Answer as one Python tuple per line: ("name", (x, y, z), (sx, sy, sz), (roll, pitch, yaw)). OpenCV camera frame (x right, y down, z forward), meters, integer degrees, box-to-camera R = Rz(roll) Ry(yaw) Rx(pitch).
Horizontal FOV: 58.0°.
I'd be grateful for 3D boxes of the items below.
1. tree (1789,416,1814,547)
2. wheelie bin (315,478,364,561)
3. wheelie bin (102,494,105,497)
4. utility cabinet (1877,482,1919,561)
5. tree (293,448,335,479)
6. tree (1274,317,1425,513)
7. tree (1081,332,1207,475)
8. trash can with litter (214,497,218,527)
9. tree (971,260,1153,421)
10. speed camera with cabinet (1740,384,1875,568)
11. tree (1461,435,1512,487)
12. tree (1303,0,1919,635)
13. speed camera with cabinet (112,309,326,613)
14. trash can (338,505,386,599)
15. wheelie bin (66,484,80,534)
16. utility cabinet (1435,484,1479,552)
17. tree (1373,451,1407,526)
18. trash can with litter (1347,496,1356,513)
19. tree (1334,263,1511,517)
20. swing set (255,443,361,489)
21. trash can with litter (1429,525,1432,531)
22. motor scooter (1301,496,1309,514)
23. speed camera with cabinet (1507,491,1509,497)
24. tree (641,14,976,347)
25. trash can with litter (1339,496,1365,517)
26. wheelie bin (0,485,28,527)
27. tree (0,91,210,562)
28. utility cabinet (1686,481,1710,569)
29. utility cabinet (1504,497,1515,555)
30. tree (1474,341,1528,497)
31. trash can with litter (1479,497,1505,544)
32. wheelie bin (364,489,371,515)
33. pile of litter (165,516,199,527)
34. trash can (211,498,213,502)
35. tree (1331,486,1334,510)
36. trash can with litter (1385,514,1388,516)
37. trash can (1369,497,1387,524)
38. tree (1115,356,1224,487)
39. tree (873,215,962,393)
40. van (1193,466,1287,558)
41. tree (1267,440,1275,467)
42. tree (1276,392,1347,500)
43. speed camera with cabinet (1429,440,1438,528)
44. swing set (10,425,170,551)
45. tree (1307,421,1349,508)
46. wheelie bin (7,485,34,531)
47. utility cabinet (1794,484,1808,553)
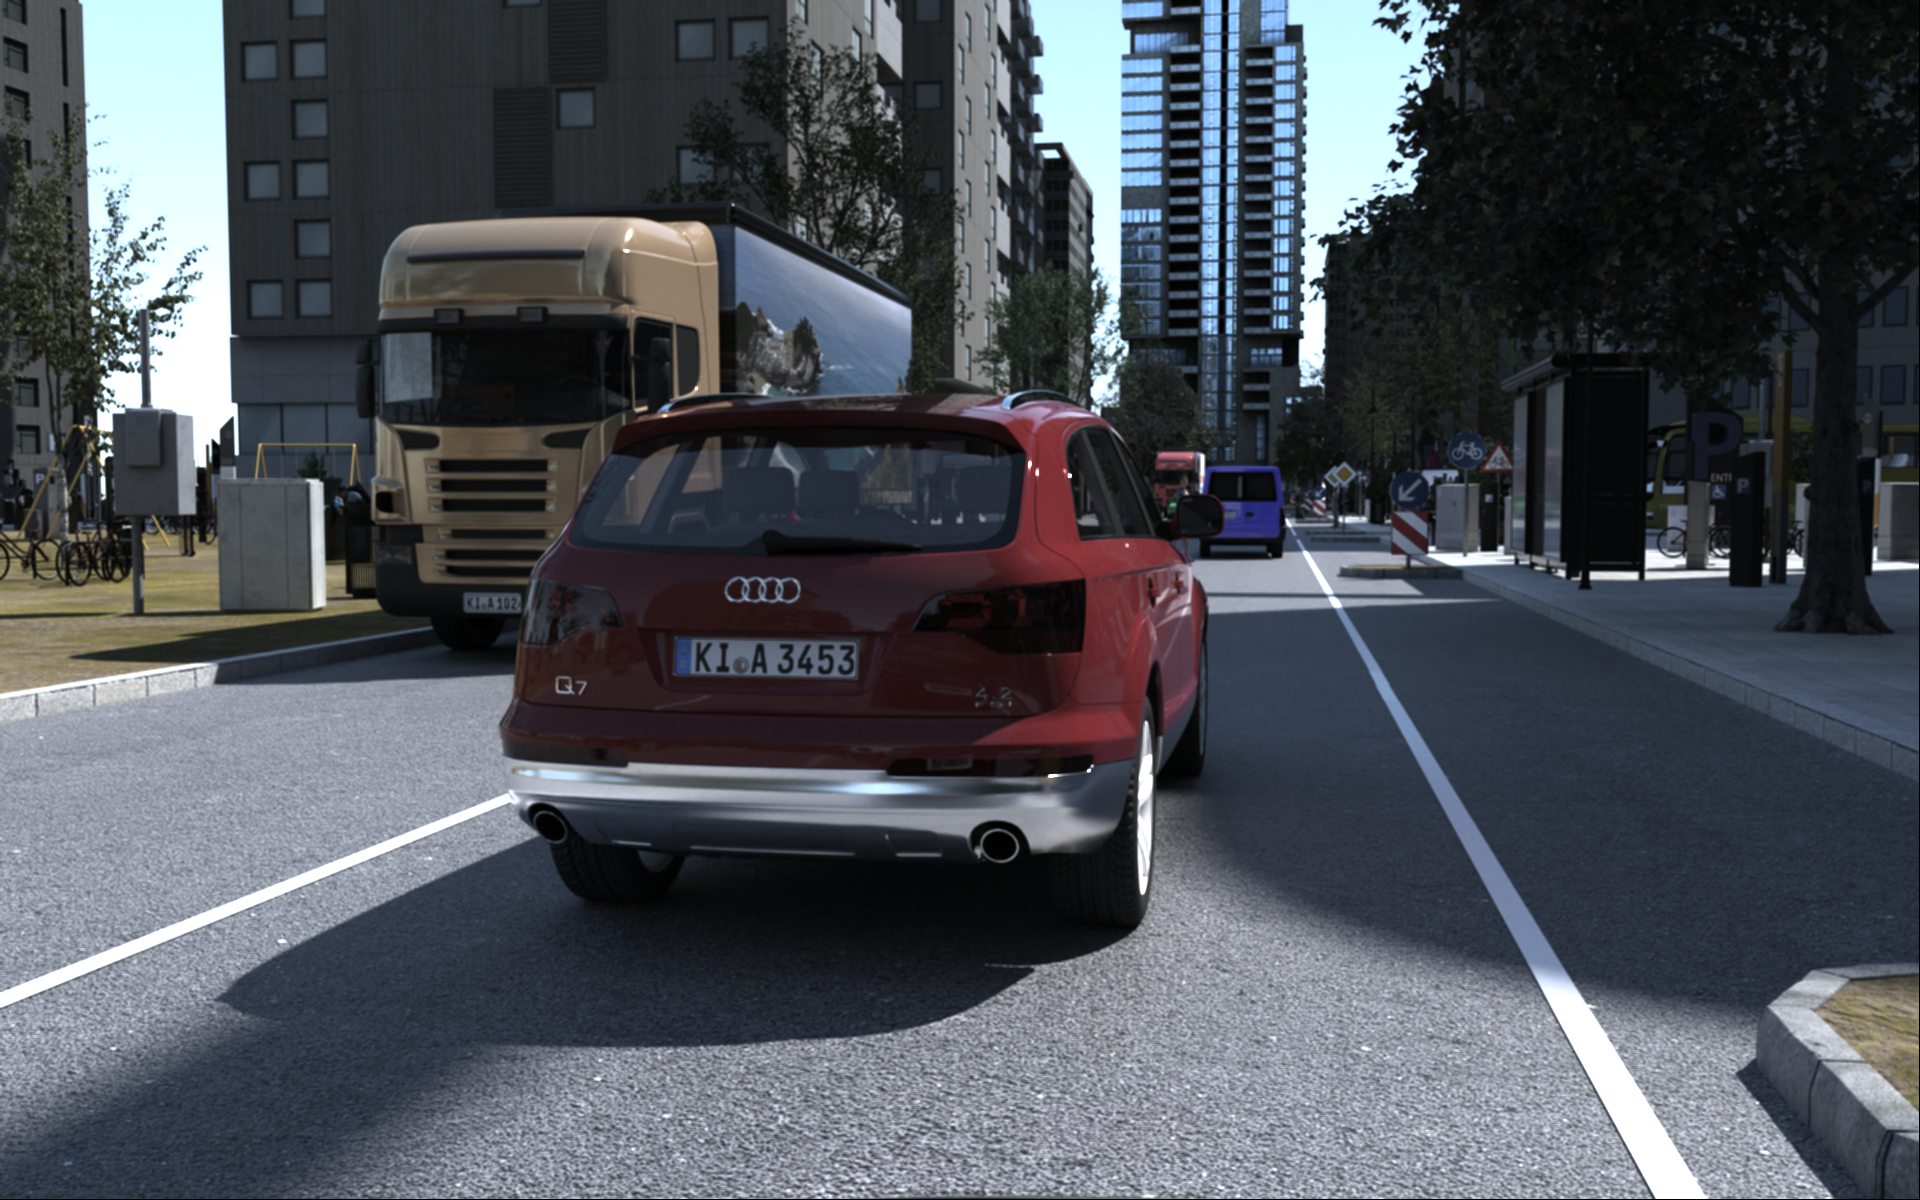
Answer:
("tree", (20.885, -2.912, 42.214), (1.663, 3.219, 1.824), (0, 3, 0))
("wheelie bin", (-12.206, -1.561, 33.430), (0.980, 1.594, 0.693), (1, 4, 20))
("wheelie bin", (-54.003, -6.139, 108.284), (0.980, 1.594, 0.693), (-1, 4, -21))
("utility cabinet", (18.106, -1.495, 33.114), (1.173, 1.500, 0.318), (-1, 4, -23))
("tree", (-26.937, -4.768, 72.554), (1.663, 3.219, 1.824), (0, 3, 0))
("tree", (26.637, -12.693, 117.898), (12.009, 13.543, 11.850), (0, 3, 0))
("tree", (13.781, -13.487, 130.877), (12.009, 13.543, 11.850), (0, 3, 0))
("trash can with litter", (-28.991, -3.476, 68.226), (0.624, 1.170, 1.055), (-2, 4, -34))
("tree", (4.327, -9.171, 75.709), (9.928, 11.665, 9.643), (0, 3, 0))
("speed camera with cabinet", (14.465, -2.156, 29.592), (2.038, 3.252, 0.660), (3, 4, 37))
("tree", (29.468, -6.891, 96.374), (4.285, 4.588, 4.351), (0, 3, 0))
("tree", (8.066, -6.049, 15.903), (9.611, 12.733, 9.660), (0, 3, 0))
("speed camera with cabinet", (-8.040, -1.498, 18.828), (2.038, 3.252, 0.660), (0, 4, -5))
("trash can", (-7.274, -0.596, 21.393), (0.748, 1.137, 0.748), (0, 3, 0))
("wheelie bin", (-28.815, -2.927, 55.766), (0.980, 1.594, 0.693), (2, 4, 27))
("utility cabinet", (11.012, -1.818, 38.402), (0.318, 1.500, 1.173), (-1, 4, -19))
("tree", (17.765, -4.642, 70.492), (1.663, 3.219, 1.824), (0, 3, 0))
("trash can with litter", (26.456, -6.413, 116.234), (0.624, 1.170, 1.055), (-3, 4, -36))
("tree", (13.217, -5.947, 47.593), (4.737, 8.622, 4.395), (0, 3, 0))
("swing set", (-20.143, -3.441, 53.880), (3.119, 2.851, 2.862), (0, 4, -8))
("trash can with litter", (16.461, -3.013, 60.318), (1.678, 1.210, 2.233), (2, 4, 32))
("motor scooter", (25.427, -7.003, 127.272), (0.815, 1.314, 1.986), (1, 4, 12))
("speed camera with cabinet", (34.423, -7.019, 109.099), (2.038, 3.252, 0.660), (3, 4, 36))
("tree", (-3.420, -6.143, 34.856), (8.767, 10.594, 7.601), (1, 4, 19))
("trash can with litter", (22.712, -5.375, 98.945), (2.233, 1.210, 1.678), (0, 4, -3))
("wheelie bin", (-39.711, -3.948, 72.454), (0.980, 1.594, 0.693), (-2, 4, -25))
("tree", (-16.728, -5.027, 32.552), (4.737, 8.622, 4.395), (0, 3, 0))
("utility cabinet", (12.703, -1.290, 29.772), (0.318, 1.500, 1.173), (2, 4, 26))
("utility cabinet", (11.944, -1.554, 36.570), (1.020, 1.237, 0.306), (-2, 4, -33))
("tree", (26.107, -8.033, 81.703), (4.360, 8.622, 3.978), (0, 3, 0))
("trash can with litter", (13.962, -2.019, 44.402), (1.055, 1.170, 0.624), (-2, 4, -26))
("wheelie bin", (-13.574, -1.905, 39.051), (0.693, 1.594, 0.980), (-1, 4, -18))
("pile of litter", (-30.890, -3.349, 68.724), (1.176, 0.858, 1.719), (2, 4, 29))
("trash can", (-46.654, -5.877, 107.747), (0.748, 1.137, 0.748), (0, 3, 0))
("tree", (30.937, -9.029, 142.218), (1.663, 3.219, 1.824), (0, 3, 0))
("trash can with litter", (24.615, -5.485, 100.731), (2.233, 1.210, 1.678), (0, 4, 0))
("trash can", (17.736, -3.784, 73.524), (0.748, 1.137, 0.748), (0, 3, 0))
("tree", (16.436, -13.855, 143.533), (9.611, 12.733, 9.660), (0, 3, 0))
("tree", (-1.773, -5.818, 45.482), (4.737, 8.622, 4.395), (0, 3, 0))
("van", (6.567, -2.216, 40.610), (2.240, 2.365, 5.245), (1, 4, 8))
("tree", (41.172, -17.651, 205.607), (9.611, 12.733, 9.660), (0, 3, 0))
("tree", (35.566, -15.169, 173.760), (9.928, 11.665, 9.643), (0, 3, 0))
("speed camera with cabinet", (17.342, -4.285, 64.395), (0.660, 3.252, 2.038), (0, 4, 1))
("swing set", (-20.392, -2.637, 40.729), (2.862, 2.851, 3.119), (-1, 4, -15))
("tree", (35.083, -13.118, 164.848), (4.360, 8.622, 3.978), (0, 3, 0))
("wheelie bin", (-32.875, -3.237, 60.837), (0.693, 1.594, 0.980), (-3, 4, -38))
("utility cabinet", (18.589, -1.752, 37.320), (1.173, 1.500, 0.318), (-1, 4, -17))
